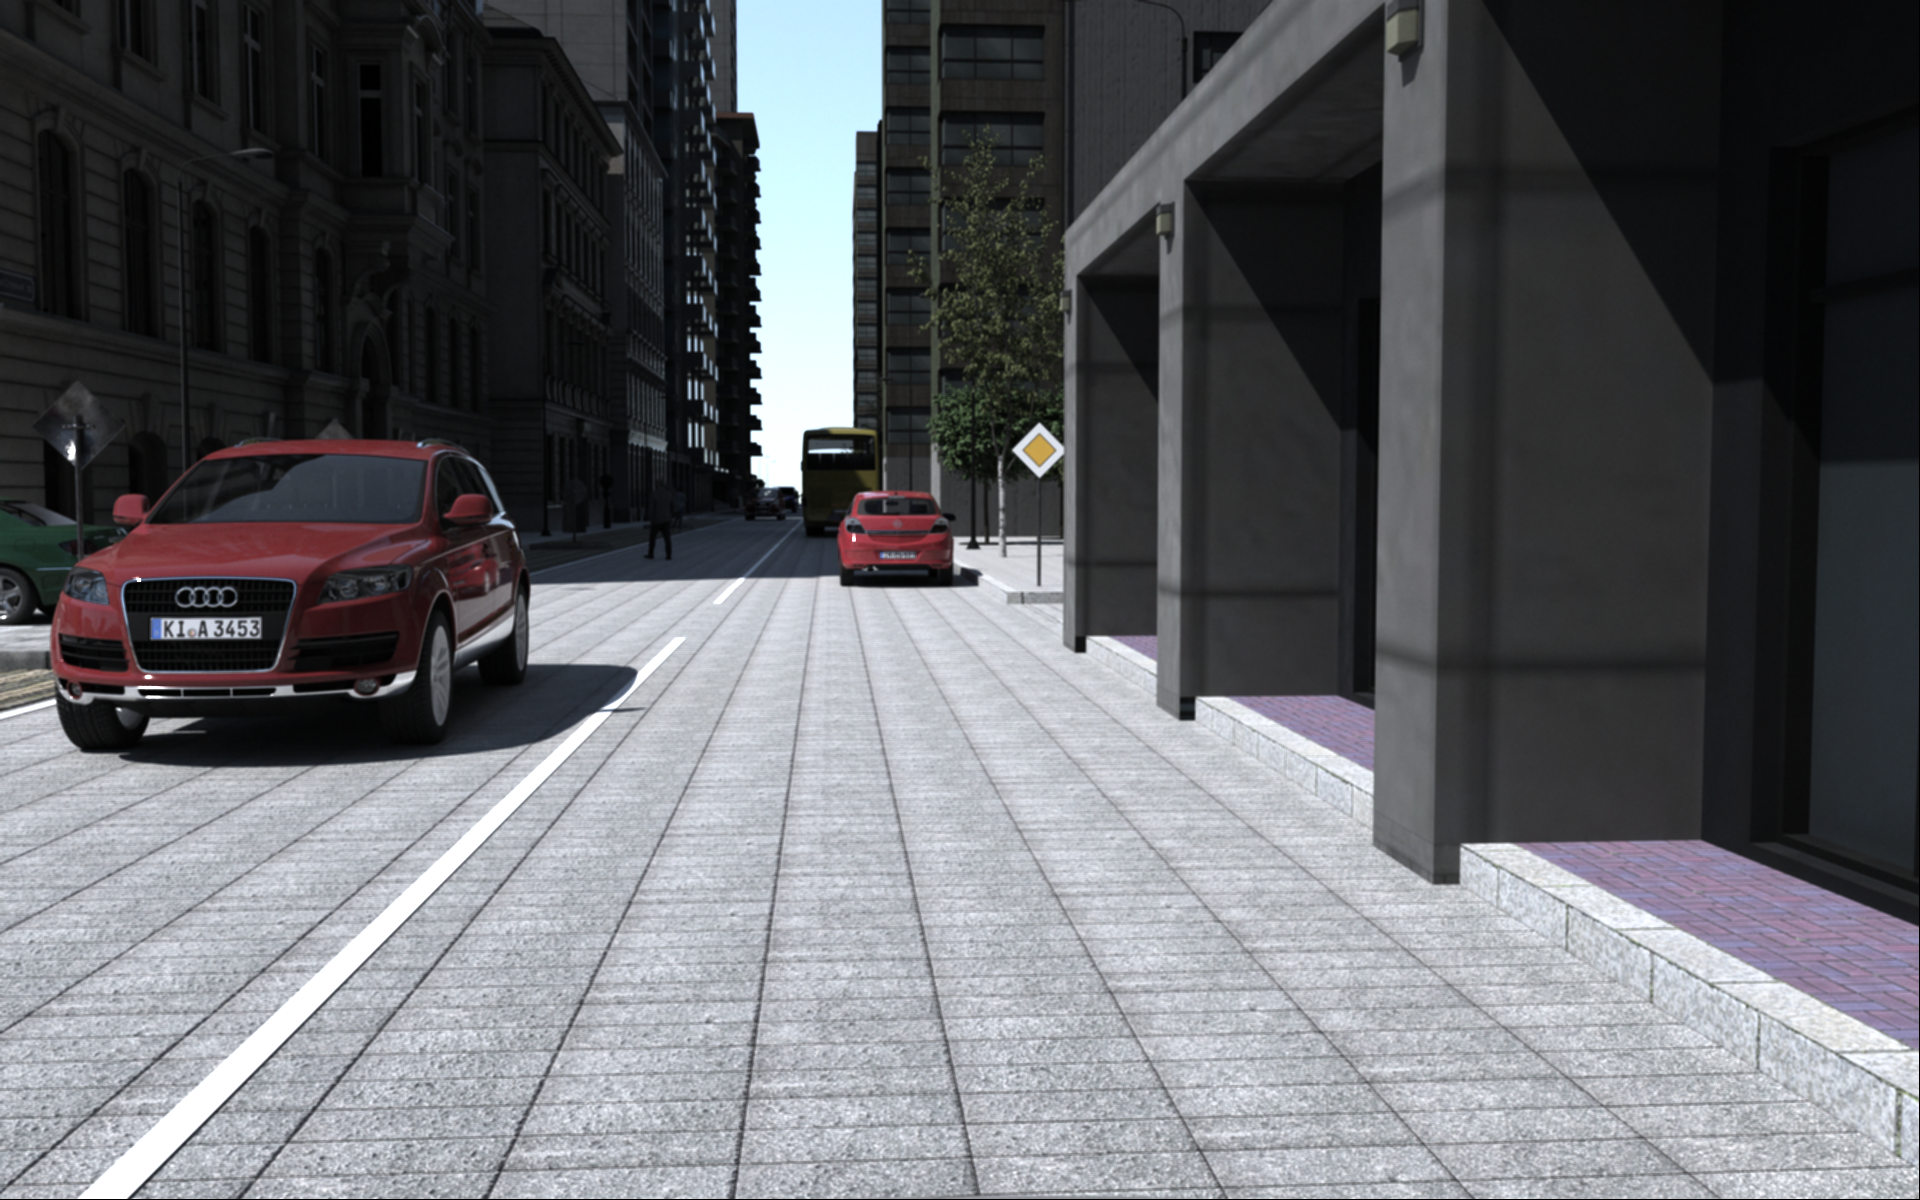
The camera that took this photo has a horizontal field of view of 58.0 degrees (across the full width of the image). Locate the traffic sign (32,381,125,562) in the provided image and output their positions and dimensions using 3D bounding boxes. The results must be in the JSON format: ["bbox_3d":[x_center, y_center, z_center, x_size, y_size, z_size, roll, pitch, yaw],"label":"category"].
[{"bbox_3d":[-7.823,-0.719,15.400,0.795,2.450,0.064,0,4,-4],"label":"traffic sign"}]

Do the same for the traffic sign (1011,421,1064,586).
[{"bbox_3d":[1.098,-1.248,24.055,0.795,2.450,0.064,0,4,-4],"label":"traffic sign"}]

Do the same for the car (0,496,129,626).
[{"bbox_3d":[-11.876,-0.471,19.506,4.920,1.459,2.131,0,4,-6],"label":"car"}]

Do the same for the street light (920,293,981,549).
[{"bbox_3d":[-0.230,-4.133,40.116,1.470,5.913,1.316,0,4,-4],"label":"street light"}]

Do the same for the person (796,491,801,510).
[{"bbox_3d":[-14.932,-9.135,158.525,0.621,1.740,0.551,1,4,12],"label":"person"}]

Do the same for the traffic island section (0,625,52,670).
[{"bbox_3d":[-7.846,0.417,15.460,2.009,0.180,2.903,0,4,-4],"label":"traffic island section"}]

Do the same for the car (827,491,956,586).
[{"bbox_3d":[-1.106,-1.192,28.531,2.155,1.783,4.494,0,4,-4],"label":"car"}]

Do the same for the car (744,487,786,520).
[{"bbox_3d":[-10.745,-5.330,95.817,2.281,1.827,5.304,0,4,-3],"label":"car"}]

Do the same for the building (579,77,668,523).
[{"bbox_3d":[-20.058,-14.437,85.189,9.793,20.994,18.267,0,4,-4],"label":"building"}]

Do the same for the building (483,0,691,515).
[{"bbox_3d":[-27.481,-40.857,106.271,20.563,71.187,20.611,0,4,-4],"label":"building"}]

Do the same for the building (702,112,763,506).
[{"bbox_3d":[-33.650,-33.017,194.460,22.147,44.769,28.867,0,4,-4],"label":"building"}]

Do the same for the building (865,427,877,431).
[{"bbox_3d":[2.601,-51.735,158.531,22.319,86.520,31.000,0,4,-4],"label":"building"}]

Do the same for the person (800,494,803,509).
[{"bbox_3d":[-14.908,-9.468,164.121,1.217,1.723,0.721,1,4,16],"label":"person"}]

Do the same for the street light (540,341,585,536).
[{"bbox_3d":[-12.101,-4.905,52.742,1.470,5.913,1.316,0,4,-4],"label":"street light"}]

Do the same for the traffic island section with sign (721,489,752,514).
[{"bbox_3d":[-15.957,-7.008,123.202,1.989,1.847,2.006,0,4,-4],"label":"traffic island section with sign"}]

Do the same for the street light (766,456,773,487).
[{"bbox_3d":[-24.114,-14.716,213.146,1.470,5.913,1.316,0,4,-4],"label":"street light"}]

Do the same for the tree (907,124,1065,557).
[{"bbox_3d":[0.899,-5.159,34.708,4.737,8.622,4.395,0,3,0],"label":"tree"}]

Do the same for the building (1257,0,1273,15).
[{"bbox_3d":[20.962,-25.312,33.468,30.456,49.044,23.786,0,4,-4],"label":"building"}]

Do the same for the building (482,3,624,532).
[{"bbox_3d":[-19.300,-12.348,66.510,10.561,19.102,19.286,0,4,-4],"label":"building"}]

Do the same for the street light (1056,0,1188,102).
[{"bbox_3d":[1.520,-2.660,16.029,1.470,5.913,1.316,0,4,-4],"label":"street light"}]

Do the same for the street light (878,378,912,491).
[{"bbox_3d":[-2.516,-5.921,69.357,1.470,5.913,1.316,0,4,-4],"label":"street light"}]

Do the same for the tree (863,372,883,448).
[{"bbox_3d":[-2.988,-8.861,95.236,4.360,8.622,3.978,0,3,0],"label":"tree"}]

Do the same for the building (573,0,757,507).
[{"bbox_3d":[-36.266,-47.719,218.461,20.563,71.187,20.611,0,4,-4],"label":"building"}]

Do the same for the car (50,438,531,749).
[{"bbox_3d":[-4.154,-0.173,11.499,2.281,1.827,5.304,0,4,-6],"label":"car"}]

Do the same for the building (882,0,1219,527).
[{"bbox_3d":[3.337,-18.891,80.572,14.160,30.474,14.107,0,4,-4],"label":"building"}]

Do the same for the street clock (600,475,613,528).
[{"bbox_3d":[-13.187,-3.675,64.653,0.471,2.002,0.358,2,4,26],"label":"street clock"}]

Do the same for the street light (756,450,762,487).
[{"bbox_3d":[-21.796,-12.892,183.319,1.470,5.913,1.316,0,4,-4],"label":"street light"}]

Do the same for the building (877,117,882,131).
[{"bbox_3d":[-0.774,-36.809,221.437,23.786,49.044,30.456,0,4,-4],"label":"building"}]

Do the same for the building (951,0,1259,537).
[{"bbox_3d":[5.897,-17.527,58.264,14.160,30.474,14.107,0,4,-4],"label":"building"}]

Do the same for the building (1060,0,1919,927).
[{"bbox_3d":[11.921,-34.648,4.746,20.563,71.187,20.611,0,4,-4],"label":"building"}]

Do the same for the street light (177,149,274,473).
[{"bbox_3d":[-9.936,-3.113,23.435,1.470,5.913,1.316,0,4,-4],"label":"street light"}]

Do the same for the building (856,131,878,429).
[{"bbox_3d":[-4.898,-31.499,198.607,14.154,41.232,14.086,0,4,-4],"label":"building"}]

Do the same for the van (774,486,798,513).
[{"bbox_3d":[-13.627,-7.926,133.972,2.240,2.365,5.245,0,4,-3],"label":"van"}]

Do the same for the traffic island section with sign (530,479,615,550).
[{"bbox_3d":[-10.087,-2.241,45.263,1.989,1.847,2.006,0,4,-4],"label":"traffic island section with sign"}]

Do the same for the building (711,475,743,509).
[{"bbox_3d":[-36.782,-28.624,159.885,32.217,40.220,23.993,0,4,-4],"label":"building"}]

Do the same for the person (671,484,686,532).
[{"bbox_3d":[-10.622,-3.460,65.329,0.793,1.790,0.793,1,4,13],"label":"person"}]

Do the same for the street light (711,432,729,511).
[{"bbox_3d":[-17.850,-9.551,128.701,1.470,5.913,1.316,0,4,-4],"label":"street light"}]

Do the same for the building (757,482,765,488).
[{"bbox_3d":[-43.825,-33.711,243.053,32.217,40.220,23.993,0,4,-4],"label":"building"}]

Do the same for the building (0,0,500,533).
[{"bbox_3d":[-19.210,-13.446,38.934,14.460,24.649,34.723,0,4,-4],"label":"building"}]

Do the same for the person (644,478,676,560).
[{"bbox_3d":[-6.603,-1.780,37.999,0.661,1.777,0.834,-3,5,-44],"label":"person"}]

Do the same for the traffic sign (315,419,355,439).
[{"bbox_3d":[-8.421,-1.206,23.363,0.795,2.450,0.064,0,4,-4],"label":"traffic sign"}]

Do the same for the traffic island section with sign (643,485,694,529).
[{"bbox_3d":[-12.118,-3.885,72.142,1.989,1.847,2.006,0,4,-4],"label":"traffic island section with sign"}]

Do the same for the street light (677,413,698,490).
[{"bbox_3d":[-15.738,-7.762,99.447,1.470,5.913,1.316,0,4,-4],"label":"street light"}]

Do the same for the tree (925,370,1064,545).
[{"bbox_3d":[0.757,-3.698,44.176,4.285,4.588,4.351,0,3,0],"label":"tree"}]

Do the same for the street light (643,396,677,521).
[{"bbox_3d":[-14.324,-6.694,81.987,1.470,5.913,1.316,0,4,-4],"label":"street light"}]

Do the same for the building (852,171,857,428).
[{"bbox_3d":[-4.508,-38.157,247.562,21.300,48.544,21.600,0,4,-4],"label":"building"}]

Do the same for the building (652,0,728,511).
[{"bbox_3d":[-30.383,-31.380,132.664,23.786,49.044,30.456,0,4,-4],"label":"building"}]

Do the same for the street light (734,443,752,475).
[{"bbox_3d":[-20.092,-11.385,158.685,1.470,5.913,1.316,0,4,-4],"label":"street light"}]

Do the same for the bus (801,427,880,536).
[{"bbox_3d":[-4.351,-4.333,62.393,2.896,3.916,12.252,0,4,-5],"label":"bus"}]

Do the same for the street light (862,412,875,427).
[{"bbox_3d":[-4.702,-7.710,98.605,1.470,5.913,1.316,0,4,-4],"label":"street light"}]

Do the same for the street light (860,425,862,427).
[{"bbox_3d":[-5.997,-8.813,116.631,1.470,5.913,1.316,0,4,-4],"label":"street light"}]
